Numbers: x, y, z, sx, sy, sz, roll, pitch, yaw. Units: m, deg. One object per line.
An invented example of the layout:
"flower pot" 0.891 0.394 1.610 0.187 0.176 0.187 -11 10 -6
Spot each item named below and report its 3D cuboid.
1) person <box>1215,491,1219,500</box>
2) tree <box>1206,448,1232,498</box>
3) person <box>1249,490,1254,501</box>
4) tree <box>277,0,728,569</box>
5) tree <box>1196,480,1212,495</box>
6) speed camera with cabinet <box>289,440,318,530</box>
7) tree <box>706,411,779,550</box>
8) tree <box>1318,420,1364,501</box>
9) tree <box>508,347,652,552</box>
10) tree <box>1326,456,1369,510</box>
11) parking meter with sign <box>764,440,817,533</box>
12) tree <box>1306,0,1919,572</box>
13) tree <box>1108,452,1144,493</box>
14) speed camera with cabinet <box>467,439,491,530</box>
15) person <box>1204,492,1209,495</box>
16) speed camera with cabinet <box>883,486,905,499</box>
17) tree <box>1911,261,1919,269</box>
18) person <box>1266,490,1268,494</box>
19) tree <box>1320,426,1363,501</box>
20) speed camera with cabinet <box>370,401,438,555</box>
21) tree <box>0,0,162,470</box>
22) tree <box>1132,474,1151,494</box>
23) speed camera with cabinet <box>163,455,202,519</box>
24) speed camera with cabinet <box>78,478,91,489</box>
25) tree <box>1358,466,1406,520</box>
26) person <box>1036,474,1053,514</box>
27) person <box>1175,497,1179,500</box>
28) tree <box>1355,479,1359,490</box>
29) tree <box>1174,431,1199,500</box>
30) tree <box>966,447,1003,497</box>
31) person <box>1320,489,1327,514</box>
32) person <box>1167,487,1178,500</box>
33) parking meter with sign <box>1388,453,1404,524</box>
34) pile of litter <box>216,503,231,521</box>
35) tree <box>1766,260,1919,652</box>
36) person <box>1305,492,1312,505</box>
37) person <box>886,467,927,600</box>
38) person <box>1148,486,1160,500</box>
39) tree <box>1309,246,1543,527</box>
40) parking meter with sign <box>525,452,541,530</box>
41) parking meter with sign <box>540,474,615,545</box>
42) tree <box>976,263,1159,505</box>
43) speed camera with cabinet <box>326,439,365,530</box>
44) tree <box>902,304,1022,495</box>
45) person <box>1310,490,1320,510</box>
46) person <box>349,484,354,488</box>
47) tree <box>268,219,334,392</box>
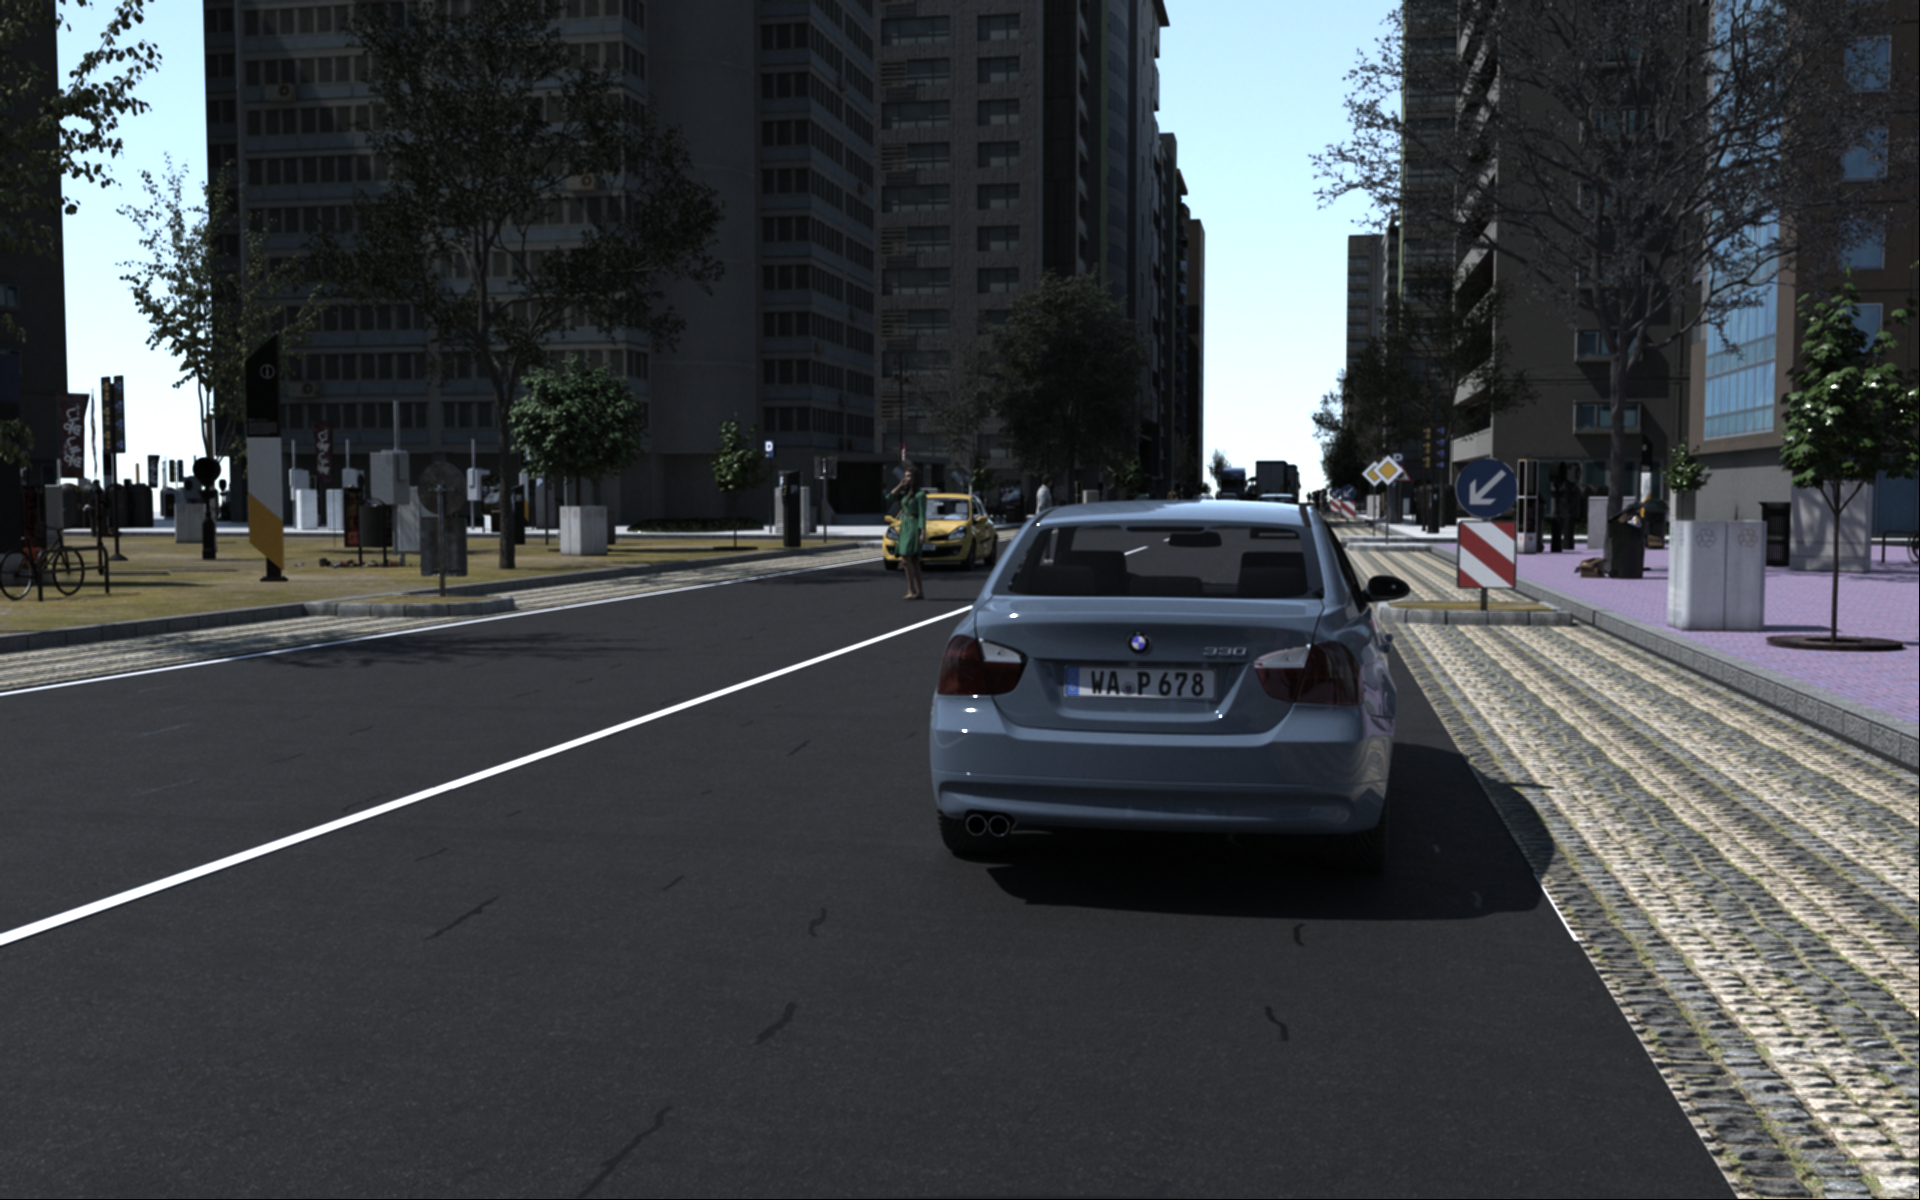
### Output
"person" 32.786 -12.978 220.693 0.705 1.824 1.348 -1 4 -16
"tree" 42.755 -20.340 282.913 4.737 8.622 4.395 0 3 0
"person" 26.030 -8.954 154.902 0.705 1.822 1.348 1 4 21
"tree" -7.665 -5.832 29.766 8.767 10.594 7.601 1 4 15
"tree" 31.626 -14.240 227.420 1.663 3.219 1.824 0 3 0
"speed camera with cabinet" -23.820 -4.191 62.853 0.660 3.252 2.038 -2 4 -31
"tree" -5.215 -2.775 39.976 1.663 3.219 1.824 0 3 0
"tree" 38.047 -13.524 171.477 4.737 8.622 4.395 0 3 0
"tree" -8.623 -3.388 39.115 4.285 4.588 4.351 0 3 0
"tree" 32.652 -9.798 143.908 4.285 4.588 4.351 0 3 0
"parking meter with sign" -5.537 -3.711 56.933 1.738 3.016 0.543 -3 5 -39
"tree" 11.028 -7.234 28.650 12.009 13.543 11.850 0 3 0
"tree" 11.857 -8.673 125.509 4.285 4.588 4.351 0 3 0
"speed camera with cabinet" -16.803 -4.124 61.770 2.038 3.252 0.660 3 5 44
"person" 28.583 -11.711 200.782 0.742 1.727 0.445 2 4 27
"speed camera with cabinet" -3.737 -6.044 93.150 2.038 3.252 0.660 1 4 23
"tree" 21.830 -5.202 35.408 4.737 8.622 4.395 0 3 0
"person" 23.592 -7.558 132.788 1.217 1.736 0.721 3 5 44
"tree" 39.620 -14.072 180.444 4.360 8.622 3.978 0 3 0
"speed camera with cabinet" -11.963 -2.635 37.420 0.660 3.252 2.038 1 4 11
"tree" -9.825 -4.000 15.762 4.737 8.622 4.395 0 3 0
"tree" 14.798 -8.971 141.275 1.663 3.219 1.824 0 3 0
"speed camera with cabinet" -39.327 -5.703 87.587 2.038 3.252 0.660 1 4 22
"speed camera with cabinet" -49.479 -6.314 97.562 0.660 3.252 2.038 -1 4 -13
"tree" 21.381 -5.648 86.948 1.663 3.219 1.824 0 3 0
"person" 1.671 -1.696 36.068 0.795 1.843 0.661 0 4 3
"person" 8.347 -3.298 66.695 0.640 1.303 0.475 3 5 44
"tree" 27.477 -7.509 117.371 1.663 3.219 1.824 0 3 0
"tree" 25.971 -15.410 202.311 4.360 8.622 3.978 0 3 0
"tree" 0.659 -4.625 70.221 1.663 3.219 1.824 0 3 0
"person" 26.095 -7.070 124.289 0.583 1.804 0.606 1 4 19
"person" 12.491 -5.679 101.268 0.656 1.842 0.836 -1 4 -22
"parking meter with sign" 18.587 -4.756 74.024 0.543 3.016 1.738 0 4 8
"pile of litter" -35.105 -4.169 82.126 1.176 0.858 1.719 2 4 31
"tree" 7.273 -1.212 14.422 1.663 3.219 1.824 0 3 0
"person" 44.363 -12.947 220.712 0.750 1.759 0.617 -3 4 -36
"person" -0.632 -0.896 23.395 0.600 1.795 0.529 3 5 39
"person" 9.656 -4.832 87.493 0.794 1.824 0.713 -2 4 -27
"tree" 18.257 -8.060 66.186 7.601 10.594 8.767 -3 4 -37
"parking meter with sign" -15.073 -4.082 63.001 0.543 3.016 1.738 1 4 20
"parking meter with sign" -9.650 -2.914 43.898 1.738 3.016 0.543 -1 4 -22
"tree" 5.986 -11.525 95.085 9.857 13.997 8.962 0 3 0
"speed camera with cabinet" -22.001 -4.140 62.029 0.660 3.252 2.038 0 4 4
"tree" 0.187 -7.114 66.675 4.360 8.622 3.978 0 3 0
"person" 26.443 -7.311 128.554 1.217 1.766 0.721 -2 4 -30
"person" -18.470 -2.689 53.130 0.598 1.740 0.731 0 4 -3
"tree" -16.253 -5.357 37.943 4.737 8.622 4.395 0 3 0
